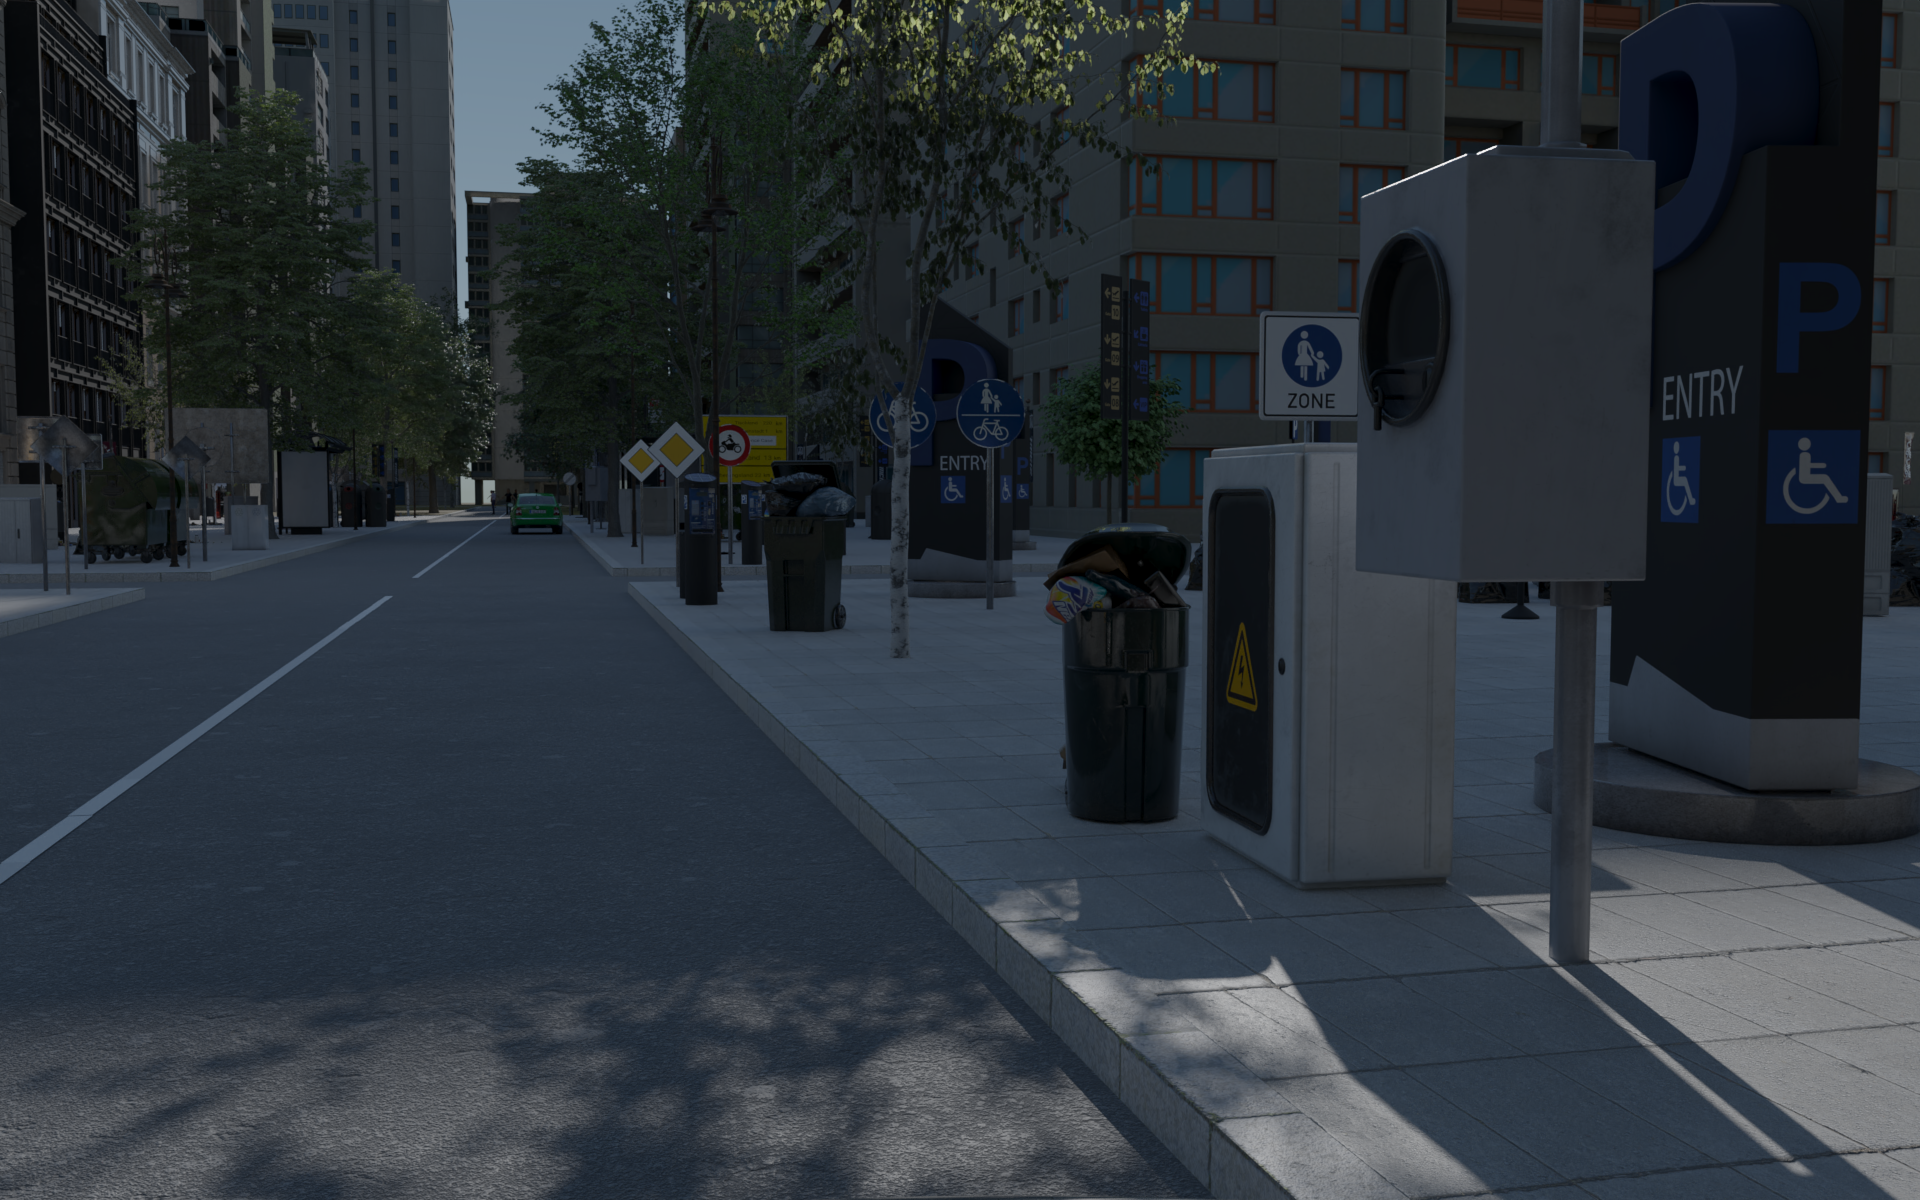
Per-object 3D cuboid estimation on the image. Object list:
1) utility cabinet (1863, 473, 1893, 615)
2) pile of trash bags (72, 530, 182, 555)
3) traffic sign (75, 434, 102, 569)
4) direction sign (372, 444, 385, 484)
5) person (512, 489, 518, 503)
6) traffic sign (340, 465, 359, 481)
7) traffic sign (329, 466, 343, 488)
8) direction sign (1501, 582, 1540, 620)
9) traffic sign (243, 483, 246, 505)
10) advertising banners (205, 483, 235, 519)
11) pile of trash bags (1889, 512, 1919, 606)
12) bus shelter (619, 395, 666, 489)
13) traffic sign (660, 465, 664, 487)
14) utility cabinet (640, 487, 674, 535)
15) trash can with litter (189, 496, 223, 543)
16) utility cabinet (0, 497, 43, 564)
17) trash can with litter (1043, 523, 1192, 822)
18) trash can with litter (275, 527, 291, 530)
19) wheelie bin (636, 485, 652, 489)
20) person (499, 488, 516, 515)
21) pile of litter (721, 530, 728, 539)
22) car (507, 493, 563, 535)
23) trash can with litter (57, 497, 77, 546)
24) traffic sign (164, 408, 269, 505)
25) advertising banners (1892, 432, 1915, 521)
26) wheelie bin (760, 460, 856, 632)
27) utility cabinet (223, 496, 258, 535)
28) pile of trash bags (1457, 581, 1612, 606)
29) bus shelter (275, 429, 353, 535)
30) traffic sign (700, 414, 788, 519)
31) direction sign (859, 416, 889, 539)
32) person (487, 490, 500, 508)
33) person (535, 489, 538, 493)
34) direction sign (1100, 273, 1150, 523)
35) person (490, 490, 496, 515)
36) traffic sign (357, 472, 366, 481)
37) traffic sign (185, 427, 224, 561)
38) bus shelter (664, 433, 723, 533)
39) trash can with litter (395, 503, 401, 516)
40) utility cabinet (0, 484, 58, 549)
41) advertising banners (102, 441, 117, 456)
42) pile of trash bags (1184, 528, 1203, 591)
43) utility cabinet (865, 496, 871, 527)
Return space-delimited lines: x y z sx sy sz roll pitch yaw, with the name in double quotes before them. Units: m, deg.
"utility cabinet" 9.147 -0.587 18.283 1.173 1.500 0.318 1 4 15
"pile of trash bags" -18.038 -1.741 38.219 1.912 1.369 3.447 0 4 -4
"traffic sign" -14.894 -1.671 29.458 0.606 2.300 0.079 0 4 -5
"direction sign" -26.454 -5.309 78.805 0.379 3.537 0.876 1 4 17
"person" -36.395 -8.167 142.054 0.705 1.821 1.348 1 4 22
"traffic sign" -26.282 -4.558 74.624 0.768 2.556 0.104 -1 4 -12
"traffic sign" -28.647 -4.861 79.579 0.768 2.556 0.104 0 4 -6
"direction sign" 5.784 -1.576 17.769 0.379 3.537 0.876 2 4 26
"traffic sign" -17.211 -2.420 41.695 0.606 2.300 0.079 0 4 -4
"advertising banners" -38.324 -5.694 89.282 2.074 3.025 0.090 1 4 12
"pile of trash bags" 12.138 -0.620 19.895 3.447 1.369 1.912 2 4 28
"bus shelter" -12.376 -5.509 67.704 2.179 5.291 8.768 -1 4 -14
"traffic sign" -12.860 -4.572 74.855 0.768 2.556 0.104 0 4 -7
"utility cabinet" -9.337 -2.731 53.335 1.173 1.500 0.318 3 4 36
"trash can with litter" -20.501 -2.118 45.680 1.678 1.210 2.233 -2 4 -32
"utility cabinet" -17.497 -1.284 32.149 1.020 1.237 0.306 1 4 22
"trash can with litter" 0.583 0.261 7.123 0.624 1.170 1.055 0 4 -6
"trash can with litter" -24.393 -3.166 62.826 2.233 1.210 1.678 -3 5 -43
"wheelie bin" -10.791 -3.116 58.847 0.980 1.594 0.693 -2 4 -30
"person" -31.294 -6.818 119.983 1.348 1.822 0.705 1 4 17
"pile of litter" -7.220 -2.184 49.680 1.176 0.858 1.719 -1 4 -13
"car" -15.410 -3.308 62.883 1.959 1.807 4.718 -1 4 -16
"trash can with litter" -22.587 -1.923 42.505 1.678 1.210 2.233 1 4 16
"traffic sign" -17.587 -2.885 41.038 2.265 3.308 0.079 -1 4 -13
"advertising banners" 26.080 -3.193 48.390 2.074 3.025 0.090 -2 4 -34
"wheelie bin" -1.443 -0.514 16.308 0.980 1.594 0.693 1 4 16
"utility cabinet" -22.838 -2.683 55.032 0.306 1.237 1.020 3 4 39
"pile of trash bags" 7.547 -0.666 20.650 3.447 1.369 1.912 1 4 20
"bus shelter" -21.273 -3.854 56.938 2.014 3.302 5.546 -1 4 -14
"traffic sign" -5.550 -3.099 44.541 2.265 3.308 0.079 -1 4 -12
"direction sign" -2.481 -3.549 50.018 0.876 3.537 0.379 1 4 17
"person" -47.816 -10.344 177.620 1.348 1.824 0.705 -2 4 -33
"person" -32.572 -7.624 133.153 1.348 1.824 0.705 -3 5 -40
"direction sign" 1.734 -1.603 18.204 0.379 3.537 0.876 3 5 39
"person" -32.812 -6.854 121.493 0.436 1.711 0.756 1 4 19
"traffic sign" -28.382 -4.923 81.671 0.795 2.450 0.064 0 4 -8
"traffic sign" -14.384 -2.007 32.926 0.768 2.556 0.104 0 4 -7
"bus shelter" -9.209 -4.018 59.611 2.014 3.302 5.546 -1 4 -14
"trash can with litter" -33.099 -5.437 99.945 2.233 1.210 1.678 1 4 15
"utility cabinet" -21.300 -1.888 39.551 1.173 1.500 0.318 -3 5 -41
"advertising banners" -27.768 -3.781 58.014 0.090 3.025 2.074 2 4 26
"pile of trash bags" 4.352 -0.887 24.256 1.912 1.369 3.447 1 4 21
"utility cabinet" -3.165 -3.430 67.244 1.020 1.237 0.306 2 4 23
